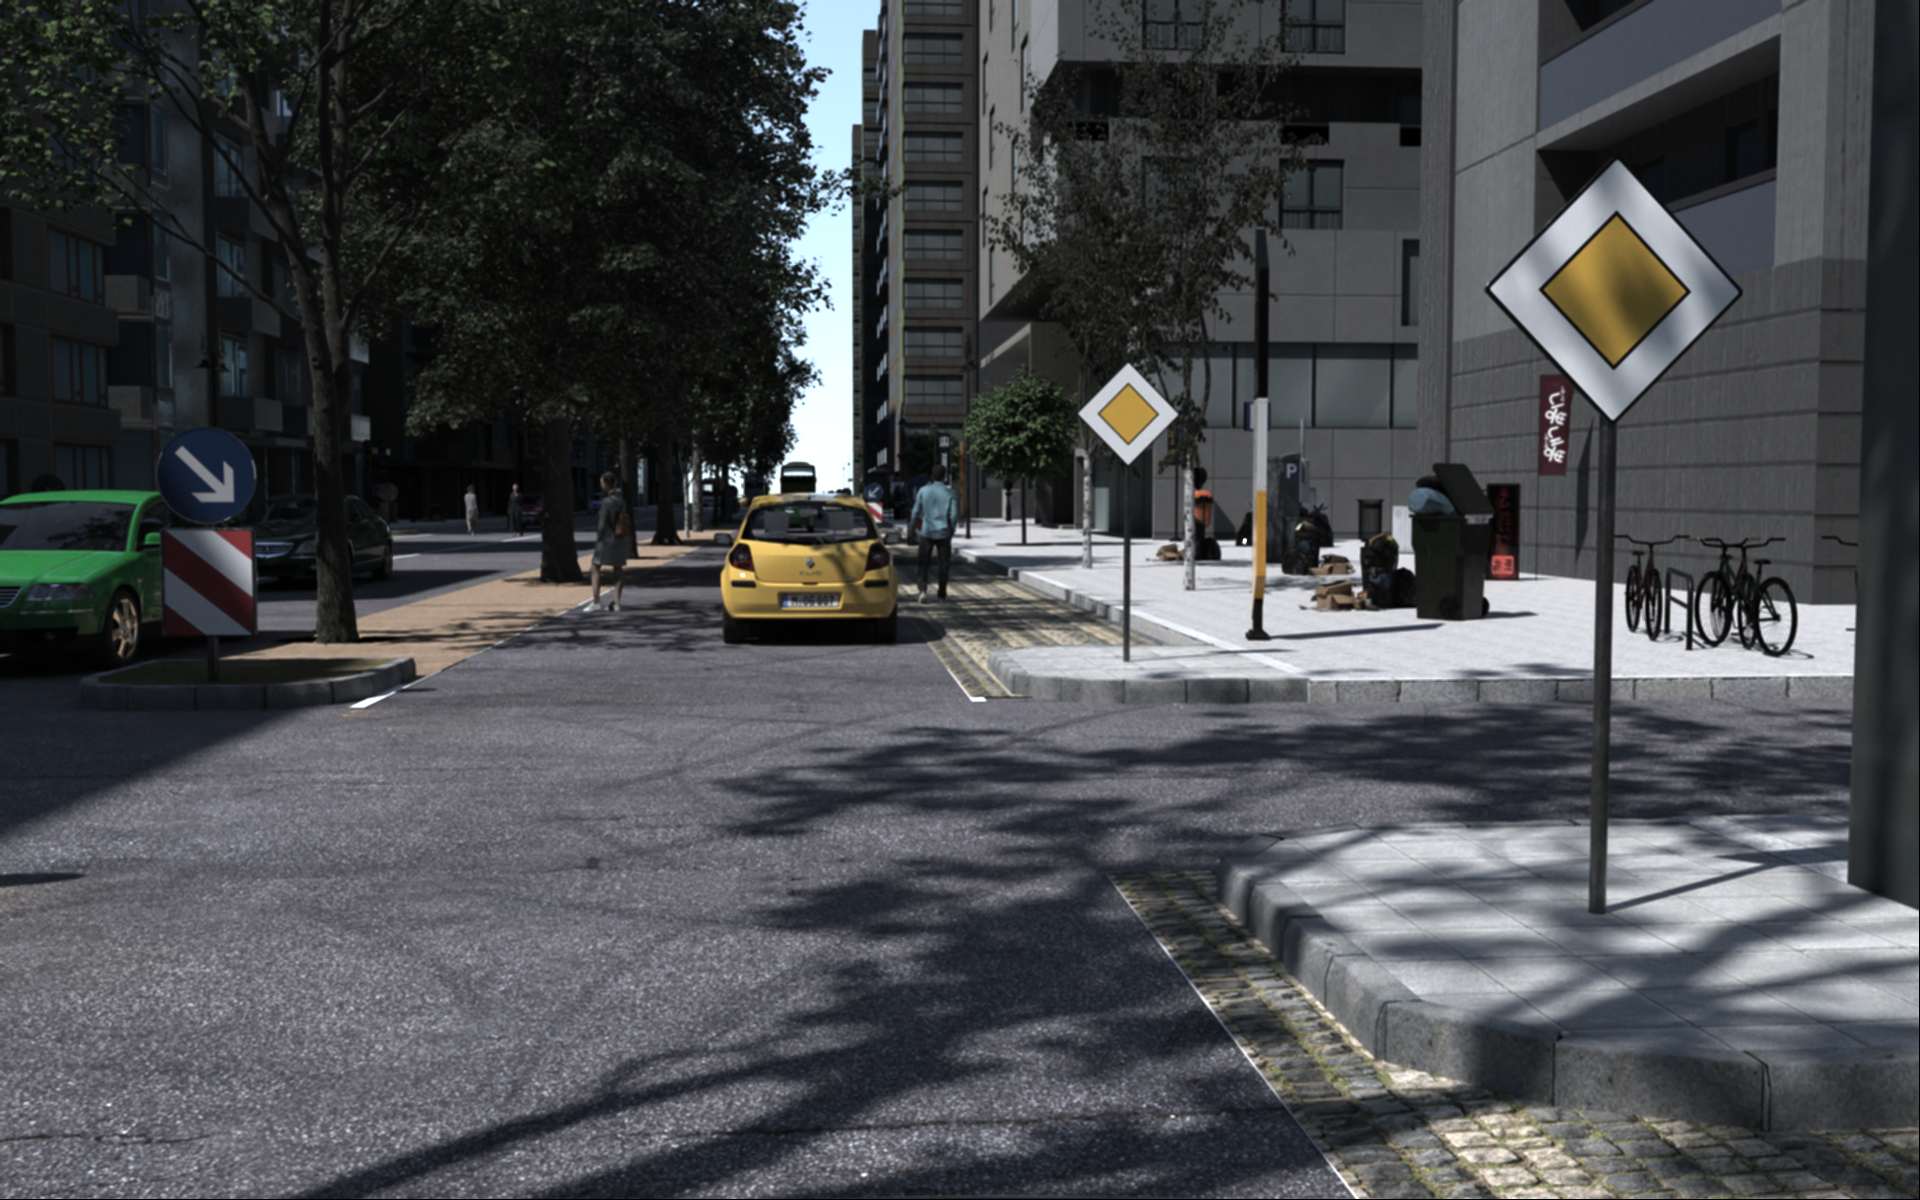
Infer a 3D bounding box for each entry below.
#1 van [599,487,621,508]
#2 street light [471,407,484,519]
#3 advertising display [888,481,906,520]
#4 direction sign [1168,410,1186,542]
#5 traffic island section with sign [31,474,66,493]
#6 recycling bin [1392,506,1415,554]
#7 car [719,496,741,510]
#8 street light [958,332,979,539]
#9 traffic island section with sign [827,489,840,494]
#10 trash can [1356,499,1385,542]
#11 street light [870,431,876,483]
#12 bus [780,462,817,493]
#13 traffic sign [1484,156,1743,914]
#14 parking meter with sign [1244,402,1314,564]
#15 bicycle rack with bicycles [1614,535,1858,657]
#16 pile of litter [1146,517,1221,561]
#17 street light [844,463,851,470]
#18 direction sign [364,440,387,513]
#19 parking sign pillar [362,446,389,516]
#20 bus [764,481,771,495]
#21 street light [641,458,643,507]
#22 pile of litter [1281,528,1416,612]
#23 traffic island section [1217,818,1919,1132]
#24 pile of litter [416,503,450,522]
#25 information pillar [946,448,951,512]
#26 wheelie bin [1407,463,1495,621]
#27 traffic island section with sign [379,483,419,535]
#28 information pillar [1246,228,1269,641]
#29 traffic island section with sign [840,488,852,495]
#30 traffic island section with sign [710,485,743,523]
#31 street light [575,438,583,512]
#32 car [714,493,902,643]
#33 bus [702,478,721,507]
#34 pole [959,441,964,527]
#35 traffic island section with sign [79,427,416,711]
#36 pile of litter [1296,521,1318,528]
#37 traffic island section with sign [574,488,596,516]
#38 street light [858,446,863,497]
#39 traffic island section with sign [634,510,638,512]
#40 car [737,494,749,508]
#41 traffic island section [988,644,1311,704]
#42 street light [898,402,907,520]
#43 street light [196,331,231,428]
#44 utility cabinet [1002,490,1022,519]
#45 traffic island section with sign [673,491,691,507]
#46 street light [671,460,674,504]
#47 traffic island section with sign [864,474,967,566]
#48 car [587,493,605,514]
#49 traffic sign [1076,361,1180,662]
[{"bbox_3d":[-21.062,-6.067,106.201,2.013,2.044,4.112,0,4,-5],"label":"van"},{"bbox_3d":[-24.483,-7.049,88.041,0.468,5.910,1.993,0,4,-5],"label":"street light"},{"bbox_3d":[-3.109,-4.913,85.548,0.974,1.923,0.123,-3,4,-36],"label":"advertising display"},{"bbox_3d":[5.866,-3.356,46.864,0.379,3.537,0.876,-2,4,-25],"label":"direction sign"},{"bbox_3d":[-17.796,-1.517,33.428,1.989,1.847,2.006,0,4,-5],"label":"traffic island section with sign"},{"bbox_3d":[9.781,-1.507,37.197,0.722,1.027,0.722,-3,4,-39],"label":"recycling bin"},{"bbox_3d":[-20.507,-8.844,154.382,2.009,1.686,4.222,0,4,-6],"label":"car"},{"bbox_3d":[0.233,-4.691,49.478,0.468,5.910,1.993,0,4,-5],"label":"street light"},{"bbox_3d":[-9.803,-8.007,139.549,1.989,1.847,2.006,0,4,-5],"label":"traffic island section with sign"},{"bbox_3d":[10.991,-2.126,46.406,0.748,1.137,0.748,0,3,0],"label":"trash can"},{"bbox_3d":[-6.317,-9.399,126.459,0.468,5.910,1.993,0,4,-5],"label":"street light"},{"bbox_3d":[-12.247,-8.537,131.129,2.896,3.916,12.252,0,4,-5],"label":"bus"},{"bbox_3d":[1.950,-0.098,5.245,0.795,2.450,0.064,0,4,-5],"label":"traffic sign"},{"bbox_3d":[5.954,-2.196,32.164,0.543,3.016,1.738,-1,4,-22],"label":"parking meter with sign"},{"bbox_3d":[6.918,-0.080,14.685,2.852,0.926,2.925,1,4,18],"label":"bicycle rack with bicycles"},{"bbox_3d":[4.343,-1.198,33.558,1.719,0.858,1.176,-1,4,-18],"label":"pile of litter"},{"bbox_3d":[-13.353,-14.406,208.326,0.468,5.910,1.993,0,4,-5],"label":"street light"},{"bbox_3d":[-24.500,-4.932,72.636,0.876,3.537,0.379,-2,4,-24],"label":"direction sign"},{"bbox_3d":[-28.840,-5.921,85.287,1.447,3.967,1.447,-3,5,-42],"label":"parking sign pillar"},{"bbox_3d":[-27.524,-14.924,238.863,2.948,3.499,13.247,0,4,-5],"label":"bus"},{"bbox_3d":[-31.645,-12.174,171.829,0.468,5.910,1.993,0,4,-5],"label":"street light"},{"bbox_3d":[4.502,-0.342,19.553,1.719,0.858,1.176,-2,4,-26],"label":"pile of litter"},{"bbox_3d":[1.973,1.037,5.325,2.009,0.180,2.903,0,4,-5],"label":"traffic island section"},{"bbox_3d":[-24.616,-4.089,80.819,1.719,0.858,1.176,3,4,38],"label":"pile of litter"},{"bbox_3d":[-0.618,-5.026,73.534,0.504,3.616,0.183,1,4,22],"label":"information pillar"},{"bbox_3d":[5.020,-0.607,17.825,0.980,1.594,0.693,-3,5,-45],"label":"wheelie bin"},{"bbox_3d":[-20.109,-3.186,60.726,1.989,1.847,2.006,0,4,-5],"label":"traffic island section with sign"},{"bbox_3d":[2.626,-1.455,15.147,0.183,3.616,0.504,0,4,5],"label":"information pillar"},{"bbox_3d":[-3.259,-3.317,62.854,1.989,1.847,2.006,0,4,-5],"label":"traffic island section with sign"},{"bbox_3d":[-11.544,-4.839,87.261,2.006,1.907,1.989,0,4,-5],"label":"traffic island section with sign"},{"bbox_3d":[-27.679,-9.358,125.785,0.468,5.910,1.993,0,4,-5],"label":"street light"},{"bbox_3d":[-1.581,-0.482,18.110,2.015,1.641,3.980,0,4,-5],"label":"car"},{"bbox_3d":[-27.544,-12.070,192.211,2.948,3.499,13.247,0,4,-6],"label":"bus"},{"bbox_3d":[0.053,-4.453,66.650,0.158,3.312,0.155,0,3,0],"label":"pole"},{"bbox_3d":[-5.156,-0.260,12.393,2.006,1.907,1.989,0,4,-5],"label":"traffic island section with sign"},{"bbox_3d":[5.847,-0.853,27.911,1.719,0.858,1.176,-3,5,-39],"label":"pile of litter"},{"bbox_3d":[-24.403,-6.266,111.082,1.989,1.847,2.006,0,4,-5],"label":"traffic island section with sign"},{"bbox_3d":[-9.438,-11.685,163.838,0.468,5.910,1.993,0,4,-5],"label":"street light"},{"bbox_3d":[-26.681,-7.909,137.941,1.989,1.847,2.006,0,4,-5],"label":"traffic island section with sign"},{"bbox_3d":[-23.413,-10.625,183.936,2.015,1.641,3.980,0,4,-6],"label":"car"},{"bbox_3d":[1.295,0.550,13.281,2.009,0.180,2.903,0,4,-5],"label":"traffic island section"},{"bbox_3d":[-2.893,-6.977,86.857,0.468,5.910,1.993,0,4,-5],"label":"street light"},{"bbox_3d":[-21.155,-4.674,49.203,0.468,5.910,1.993,0,4,-5],"label":"street light"},{"bbox_3d":[2.616,-4.763,86.560,0.318,1.500,1.173,3,5,43],"label":"utility cabinet"},{"bbox_3d":[-31.446,-11.324,193.773,1.989,1.847,2.006,0,4,-5],"label":"traffic island section with sign"},{"bbox_3d":[-34.766,-14.468,209.335,0.468,5.910,1.993,0,4,-5],"label":"street light"},{"bbox_3d":[-0.924,-1.638,35.413,1.989,1.847,2.006,0,4,-5],"label":"traffic island section with sign"},{"bbox_3d":[-25.114,-6.851,121.603,1.945,1.707,3.694,0,4,-4],"label":"car"},{"bbox_3d":[1.272,-0.585,13.202,0.795,2.450,0.064,0,4,-5],"label":"traffic sign"}]
